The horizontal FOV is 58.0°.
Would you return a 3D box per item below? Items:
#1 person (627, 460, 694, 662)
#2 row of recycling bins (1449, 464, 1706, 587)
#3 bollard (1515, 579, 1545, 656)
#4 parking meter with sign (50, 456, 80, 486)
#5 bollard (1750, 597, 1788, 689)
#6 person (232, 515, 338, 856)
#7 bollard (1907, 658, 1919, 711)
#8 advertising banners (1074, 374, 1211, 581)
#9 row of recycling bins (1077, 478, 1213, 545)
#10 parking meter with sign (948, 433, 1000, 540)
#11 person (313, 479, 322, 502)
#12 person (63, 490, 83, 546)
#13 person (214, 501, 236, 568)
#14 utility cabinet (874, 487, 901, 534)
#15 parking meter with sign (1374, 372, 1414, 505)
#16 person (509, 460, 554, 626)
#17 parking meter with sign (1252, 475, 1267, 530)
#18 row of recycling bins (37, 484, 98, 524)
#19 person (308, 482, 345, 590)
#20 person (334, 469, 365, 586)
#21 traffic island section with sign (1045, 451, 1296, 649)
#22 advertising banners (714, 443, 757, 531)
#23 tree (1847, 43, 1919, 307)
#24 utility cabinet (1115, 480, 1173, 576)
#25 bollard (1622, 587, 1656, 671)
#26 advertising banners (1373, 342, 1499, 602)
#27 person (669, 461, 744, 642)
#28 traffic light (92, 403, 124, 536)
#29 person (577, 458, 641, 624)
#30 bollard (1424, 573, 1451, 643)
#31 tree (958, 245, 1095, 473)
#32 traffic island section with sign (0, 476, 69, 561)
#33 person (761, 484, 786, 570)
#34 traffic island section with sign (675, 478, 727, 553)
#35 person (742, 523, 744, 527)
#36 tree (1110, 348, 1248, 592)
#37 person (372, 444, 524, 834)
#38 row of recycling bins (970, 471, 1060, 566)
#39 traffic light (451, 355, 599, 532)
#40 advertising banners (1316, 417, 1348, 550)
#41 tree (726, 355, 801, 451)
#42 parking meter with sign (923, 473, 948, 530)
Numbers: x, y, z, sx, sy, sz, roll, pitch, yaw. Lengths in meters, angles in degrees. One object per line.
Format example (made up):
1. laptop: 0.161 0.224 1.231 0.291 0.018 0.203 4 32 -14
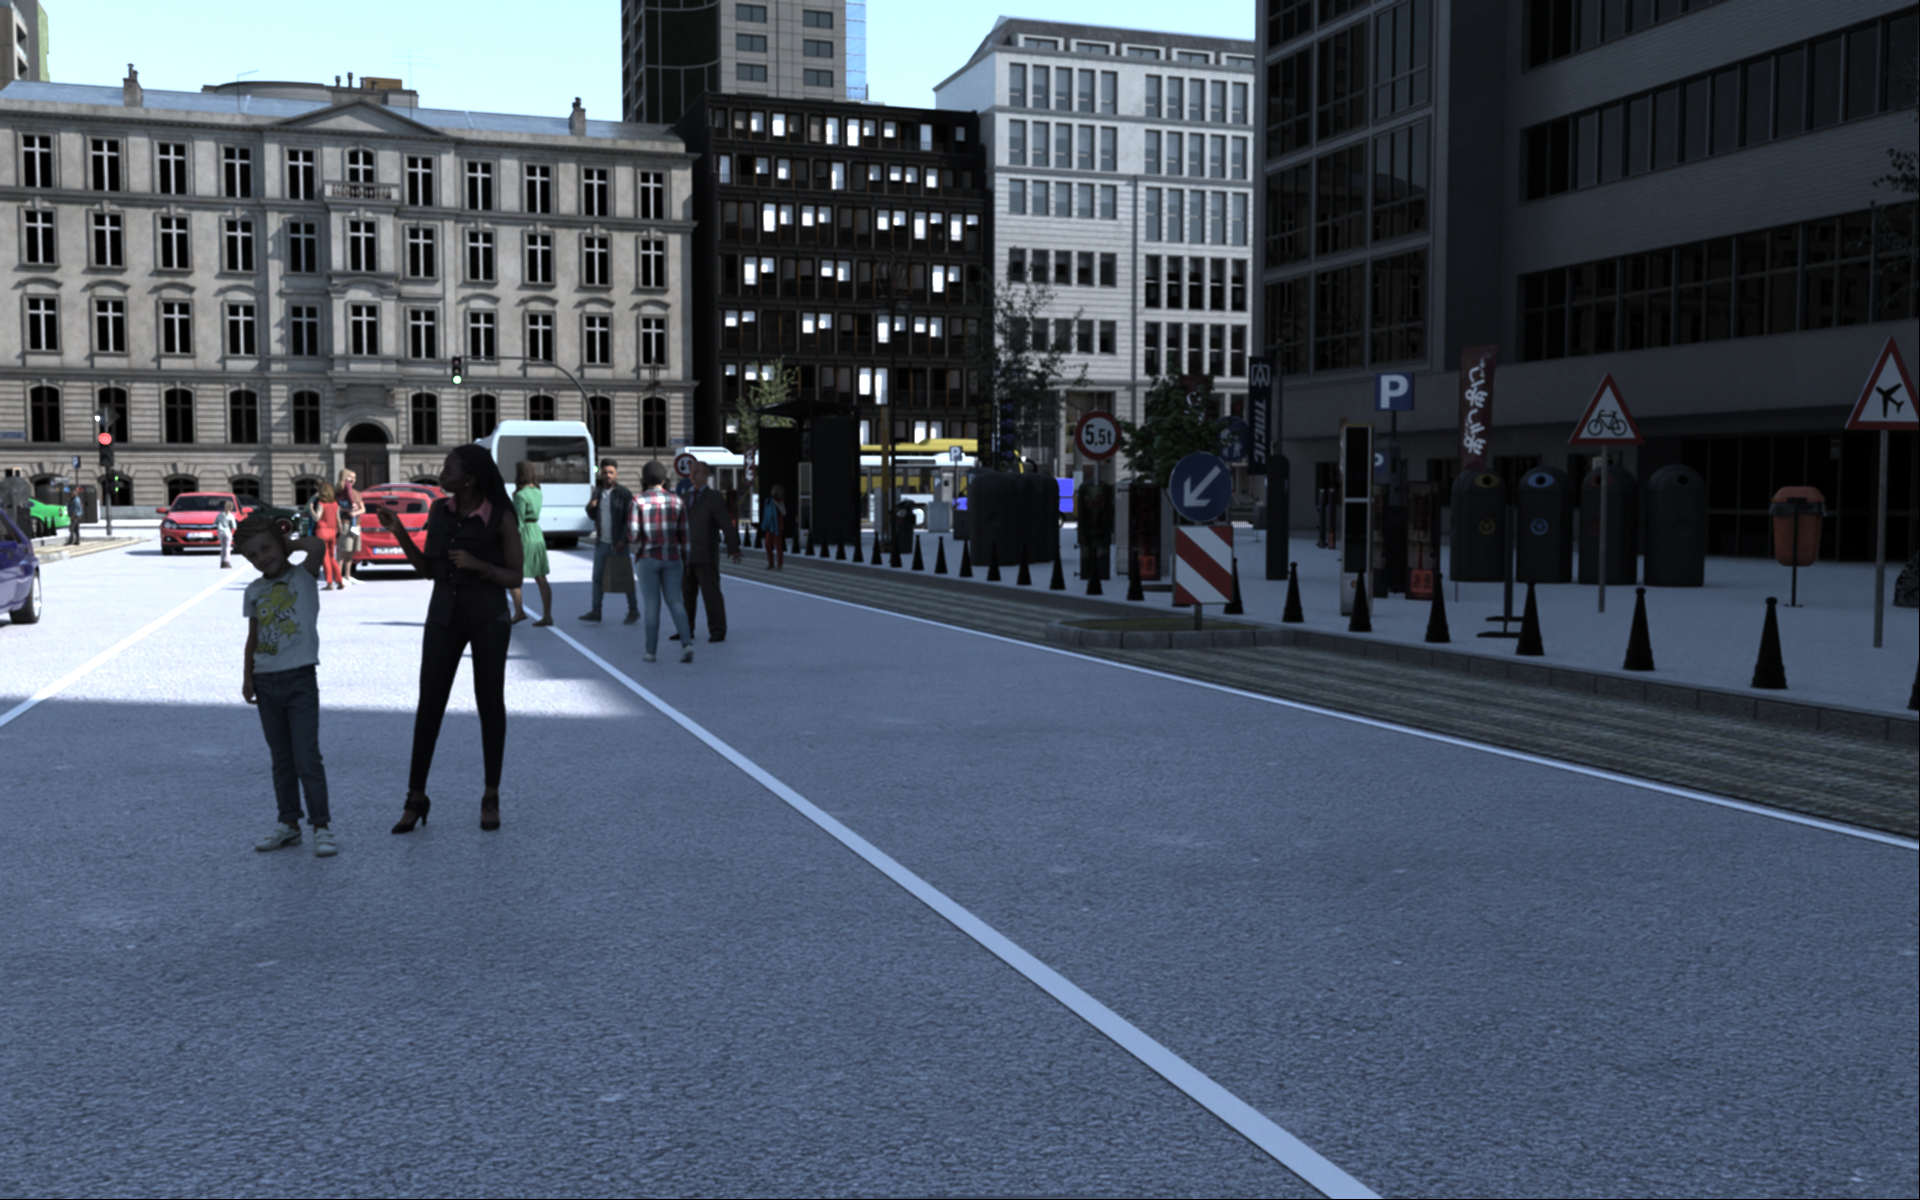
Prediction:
1. person: -2.566 -0.335 14.808 0.563 1.720 0.643 -2 4 -27
2. row of recycling bins: 8.819 -1.088 24.897 3.534 1.692 1.069 2 4 30
3. bollard: 4.555 0.136 13.825 0.229 0.601 0.229 0 3 0
4. parking meter with sign: -41.412 -5.099 79.624 0.543 3.016 1.738 3 4 36
5. bollard: 5.366 0.280 11.468 0.229 0.601 0.229 0 3 0
6. person: -2.697 0.333 6.961 0.435 1.345 0.340 0 4 0
7. bollard: 5.768 0.351 10.295 0.229 0.601 0.229 0 3 0
8. advertising banners: 2.705 -1.798 25.581 2.074 3.025 0.090 1 4 19
9. row of recycling bins: 4.741 -2.281 44.407 3.534 1.692 1.069 -1 4 -11
10. parking meter with sign: 0.529 -3.207 48.687 0.543 3.016 1.738 3 5 43
11. person: -14.528 -1.862 39.277 0.374 1.781 0.599 0 4 5
12. person: -24.469 -2.271 47.837 0.429 1.552 0.499 0 4 -1
13. person: -14.190 -1.266 33.471 0.425 1.301 0.394 -1 4 -10
14. utility cabinet: -2.273 -2.800 54.460 0.318 1.500 1.173 -2 4 -33
15. parking meter with sign: 5.851 -1.709 24.198 0.543 3.016 1.738 2 4 27
16. person: -4.668 -0.609 18.701 0.529 1.795 0.600 0 4 6
17. parking meter with sign: 11.321 -4.061 62.664 1.738 3.016 0.543 -3 5 -39
18. row of recycling bins: -38.113 -4.084 73.892 1.069 1.692 3.534 0 4 6
19. person: -9.456 -0.956 25.829 0.593 1.614 0.444 -3 5 -43
20. person: -9.647 -1.149 27.254 0.573 1.828 0.580 -2 4 -24
21. traffic island section with sign: 1.911 -0.505 16.886 1.989 1.847 2.006 -1 4 -19
22. advertising banners: -7.927 -3.906 60.051 2.074 3.025 0.090 2 4 25
23. tree: 14.161 -4.416 22.570 4.360 8.622 3.978 0 3 0
24. utility cabinet: 2.861 -1.138 27.282 0.318 1.500 1.173 -2 4 -26
25. bollard: 4.962 0.208 12.642 0.229 0.601 0.229 0 3 0
26. advertising banners: 5.566 -1.509 20.852 0.090 3.025 2.074 -3 4 -38
27. person: -2.549 -0.480 16.905 0.990 1.755 0.434 2 4 32
28. traffic light: -26.306 -3.948 53.476 0.839 4.253 0.868 -1 4 -19
29. person: -3.782 -0.639 18.934 0.794 1.824 0.713 3 5 41
30. bollard: 4.145 0.063 15.015 0.229 0.601 0.229 0 3 0
31. tree: 1.741 -6.242 52.422 4.360 8.622 3.978 0 3 0
32. traffic island section with sign: -20.483 -1.765 37.490 1.989 1.847 2.006 -1 4 -19
33. person: -3.487 -1.355 32.354 0.444 1.614 0.593 -1 4 -12
34. traffic island section with sign: -6.857 -2.064 42.381 1.989 1.847 2.006 -1 4 -19
35. person: -9.558 -4.047 75.386 0.841 1.734 0.376 -1 4 -17
36. tree: 2.741 -1.744 23.117 1.663 3.219 1.824 0 3 0
37. person: -2.154 0.160 7.350 0.593 1.643 0.415 -2 4 -34
38. row of recycling bins: 1.093 -1.542 32.317 1.069 1.692 3.534 1 4 20
39. traffic light: -14.348 -5.063 57.446 4.771 5.953 1.251 -1 4 -19
40. advertising banners: 8.642 -2.692 40.208 0.090 3.025 2.074 0 4 -5
41. tree: -10.255 -8.667 92.070 4.737 8.622 4.395 0 3 0
42. parking meter with sign: -0.639 -4.044 62.384 0.543 3.016 1.738 3 4 37
